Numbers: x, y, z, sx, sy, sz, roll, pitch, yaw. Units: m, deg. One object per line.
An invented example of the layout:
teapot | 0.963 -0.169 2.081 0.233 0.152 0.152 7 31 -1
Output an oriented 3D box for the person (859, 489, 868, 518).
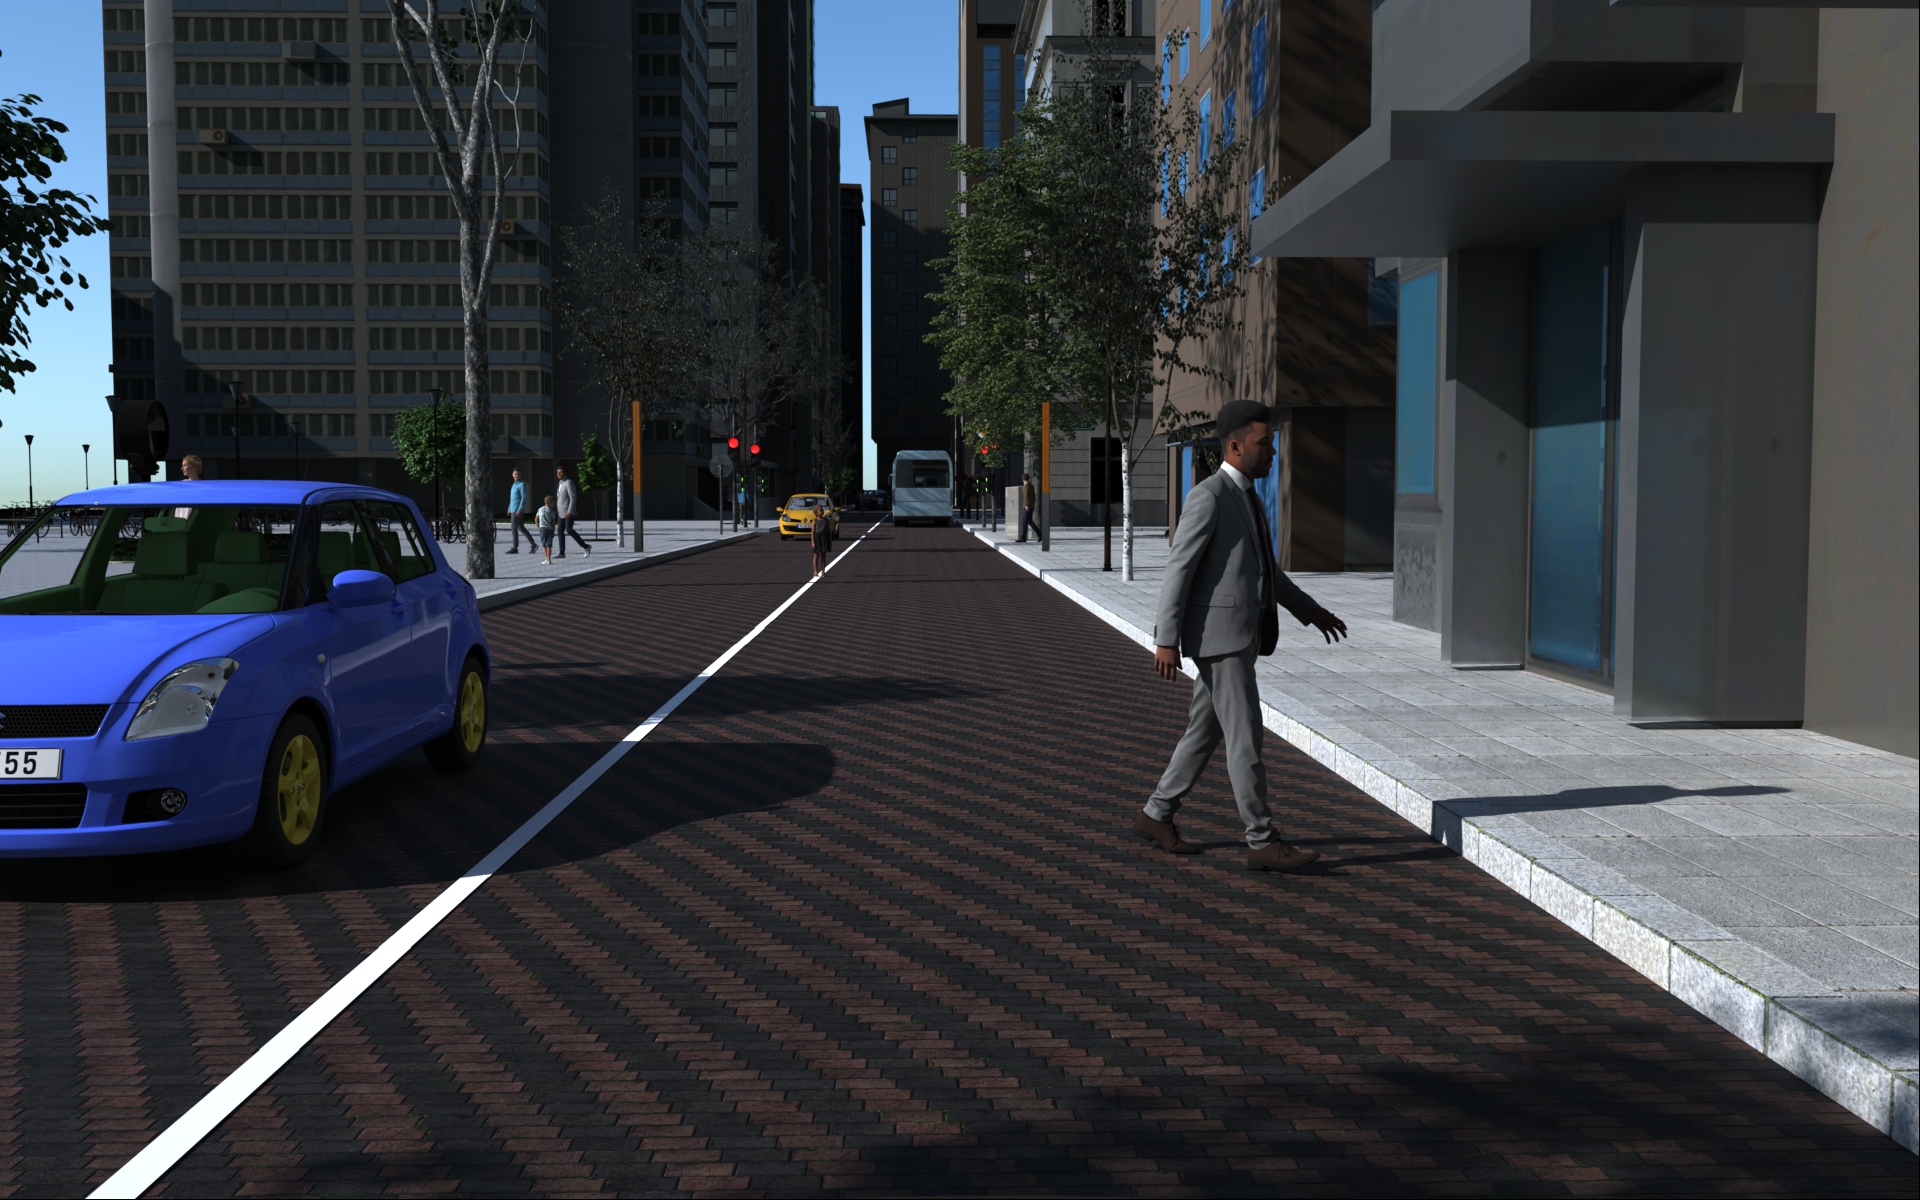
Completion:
person | -5.789 -5.730 102.774 0.593 1.750 0.643 3 4 37

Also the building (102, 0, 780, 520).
building | -26.252 -24.411 91.009 32.217 40.220 23.993 0 4 -2

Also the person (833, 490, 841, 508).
person | -11.195 -9.165 156.824 0.756 1.711 0.436 1 4 20

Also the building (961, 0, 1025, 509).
building | 7.207 -30.687 151.849 14.600 45.320 14.200 0 4 -2

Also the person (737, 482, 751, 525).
person | -9.082 -4.044 72.504 0.601 1.785 0.444 2 4 29

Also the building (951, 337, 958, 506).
building | 13.108 -21.860 202.443 27.650 21.520 28.899 0 4 -2

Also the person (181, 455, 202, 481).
person | -9.163 -0.851 20.626 0.731 1.740 0.598 0 4 0

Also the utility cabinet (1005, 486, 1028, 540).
utility cabinet | 1.567 -2.419 48.223 0.318 1.500 1.173 -1 4 -16

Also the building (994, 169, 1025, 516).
building | 7.172 -15.427 101.375 9.793 20.994 18.267 0 4 -2

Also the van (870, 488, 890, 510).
van | -7.508 -9.451 161.538 2.013 2.044 4.112 0 4 -2

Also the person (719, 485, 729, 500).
person | -14.600 -6.188 107.021 0.655 1.846 0.447 0 4 -6

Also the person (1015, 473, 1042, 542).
person | 1.850 -2.452 46.042 0.836 1.842 0.656 -1 4 -11

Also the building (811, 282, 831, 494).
building | -26.127 -18.974 155.257 27.650 21.520 28.899 0 4 -2

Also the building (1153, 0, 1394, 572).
building | 11.773 -23.472 33.873 14.600 45.320 14.200 0 4 -2

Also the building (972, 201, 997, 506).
building | 8.449 -18.791 126.295 14.314 24.678 30.058 0 4 -2

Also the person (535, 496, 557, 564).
person | -7.562 -1.280 31.653 0.332 1.250 0.352 2 4 33

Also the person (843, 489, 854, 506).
person | -12.023 -11.081 187.228 1.348 1.823 0.705 -2 4 -24

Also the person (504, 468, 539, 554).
person | -9.396 -1.908 37.102 0.748 1.841 0.638 -1 4 -21

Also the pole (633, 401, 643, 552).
pole | -7.101 -2.713 38.200 0.158 3.312 0.155 0 3 0

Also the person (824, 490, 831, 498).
person | -11.118 -8.524 145.270 0.709 1.838 0.599 -3 5 -43

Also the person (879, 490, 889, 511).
person | -6.417 -8.342 145.428 0.750 1.759 0.617 -3 4 -37

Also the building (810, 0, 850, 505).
building | -28.973 -54.484 203.490 31.000 86.520 22.319 0 4 -2

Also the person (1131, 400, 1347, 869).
person | 1.038 0.125 6.725 0.850 1.792 0.678 2 4 32

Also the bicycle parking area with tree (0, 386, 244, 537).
bicycle parking area with tree | -25.811 -3.739 48.139 9.016 4.147 8.231 3 5 43

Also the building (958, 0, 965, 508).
building | 10.297 -38.575 172.707 21.231 58.520 28.212 0 4 -2

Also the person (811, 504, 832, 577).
person | -2.393 -1.028 29.982 0.362 1.253 0.373 -1 4 -16

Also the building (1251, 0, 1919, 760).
building | 14.261 -23.482 3.546 23.786 49.044 30.456 0 4 -2

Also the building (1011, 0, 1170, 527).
building | 24.727 -18.285 75.371 44.131 29.872 17.030 0 4 -2

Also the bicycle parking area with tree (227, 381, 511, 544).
bicycle parking area with tree | -16.316 -3.588 45.674 8.231 4.147 9.016 -2 4 -25

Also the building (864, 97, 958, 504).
building | 0.956 -39.748 239.114 27.495 52.752 28.713 0 4 -2

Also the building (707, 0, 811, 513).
building | -17.542 -26.583 118.220 14.154 41.232 14.086 0 4 -2

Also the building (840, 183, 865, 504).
building | -27.458 -35.533 235.586 28.867 44.769 22.147 0 4 -2

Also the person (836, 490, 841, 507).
person | -11.783 -9.749 166.246 0.742 1.727 0.445 0 4 -8

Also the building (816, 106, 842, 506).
building | -19.484 -30.191 177.218 14.154 41.232 14.086 0 4 -2

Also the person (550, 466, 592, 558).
person | -7.802 -1.758 34.637 0.795 1.843 0.661 -2 4 -33
